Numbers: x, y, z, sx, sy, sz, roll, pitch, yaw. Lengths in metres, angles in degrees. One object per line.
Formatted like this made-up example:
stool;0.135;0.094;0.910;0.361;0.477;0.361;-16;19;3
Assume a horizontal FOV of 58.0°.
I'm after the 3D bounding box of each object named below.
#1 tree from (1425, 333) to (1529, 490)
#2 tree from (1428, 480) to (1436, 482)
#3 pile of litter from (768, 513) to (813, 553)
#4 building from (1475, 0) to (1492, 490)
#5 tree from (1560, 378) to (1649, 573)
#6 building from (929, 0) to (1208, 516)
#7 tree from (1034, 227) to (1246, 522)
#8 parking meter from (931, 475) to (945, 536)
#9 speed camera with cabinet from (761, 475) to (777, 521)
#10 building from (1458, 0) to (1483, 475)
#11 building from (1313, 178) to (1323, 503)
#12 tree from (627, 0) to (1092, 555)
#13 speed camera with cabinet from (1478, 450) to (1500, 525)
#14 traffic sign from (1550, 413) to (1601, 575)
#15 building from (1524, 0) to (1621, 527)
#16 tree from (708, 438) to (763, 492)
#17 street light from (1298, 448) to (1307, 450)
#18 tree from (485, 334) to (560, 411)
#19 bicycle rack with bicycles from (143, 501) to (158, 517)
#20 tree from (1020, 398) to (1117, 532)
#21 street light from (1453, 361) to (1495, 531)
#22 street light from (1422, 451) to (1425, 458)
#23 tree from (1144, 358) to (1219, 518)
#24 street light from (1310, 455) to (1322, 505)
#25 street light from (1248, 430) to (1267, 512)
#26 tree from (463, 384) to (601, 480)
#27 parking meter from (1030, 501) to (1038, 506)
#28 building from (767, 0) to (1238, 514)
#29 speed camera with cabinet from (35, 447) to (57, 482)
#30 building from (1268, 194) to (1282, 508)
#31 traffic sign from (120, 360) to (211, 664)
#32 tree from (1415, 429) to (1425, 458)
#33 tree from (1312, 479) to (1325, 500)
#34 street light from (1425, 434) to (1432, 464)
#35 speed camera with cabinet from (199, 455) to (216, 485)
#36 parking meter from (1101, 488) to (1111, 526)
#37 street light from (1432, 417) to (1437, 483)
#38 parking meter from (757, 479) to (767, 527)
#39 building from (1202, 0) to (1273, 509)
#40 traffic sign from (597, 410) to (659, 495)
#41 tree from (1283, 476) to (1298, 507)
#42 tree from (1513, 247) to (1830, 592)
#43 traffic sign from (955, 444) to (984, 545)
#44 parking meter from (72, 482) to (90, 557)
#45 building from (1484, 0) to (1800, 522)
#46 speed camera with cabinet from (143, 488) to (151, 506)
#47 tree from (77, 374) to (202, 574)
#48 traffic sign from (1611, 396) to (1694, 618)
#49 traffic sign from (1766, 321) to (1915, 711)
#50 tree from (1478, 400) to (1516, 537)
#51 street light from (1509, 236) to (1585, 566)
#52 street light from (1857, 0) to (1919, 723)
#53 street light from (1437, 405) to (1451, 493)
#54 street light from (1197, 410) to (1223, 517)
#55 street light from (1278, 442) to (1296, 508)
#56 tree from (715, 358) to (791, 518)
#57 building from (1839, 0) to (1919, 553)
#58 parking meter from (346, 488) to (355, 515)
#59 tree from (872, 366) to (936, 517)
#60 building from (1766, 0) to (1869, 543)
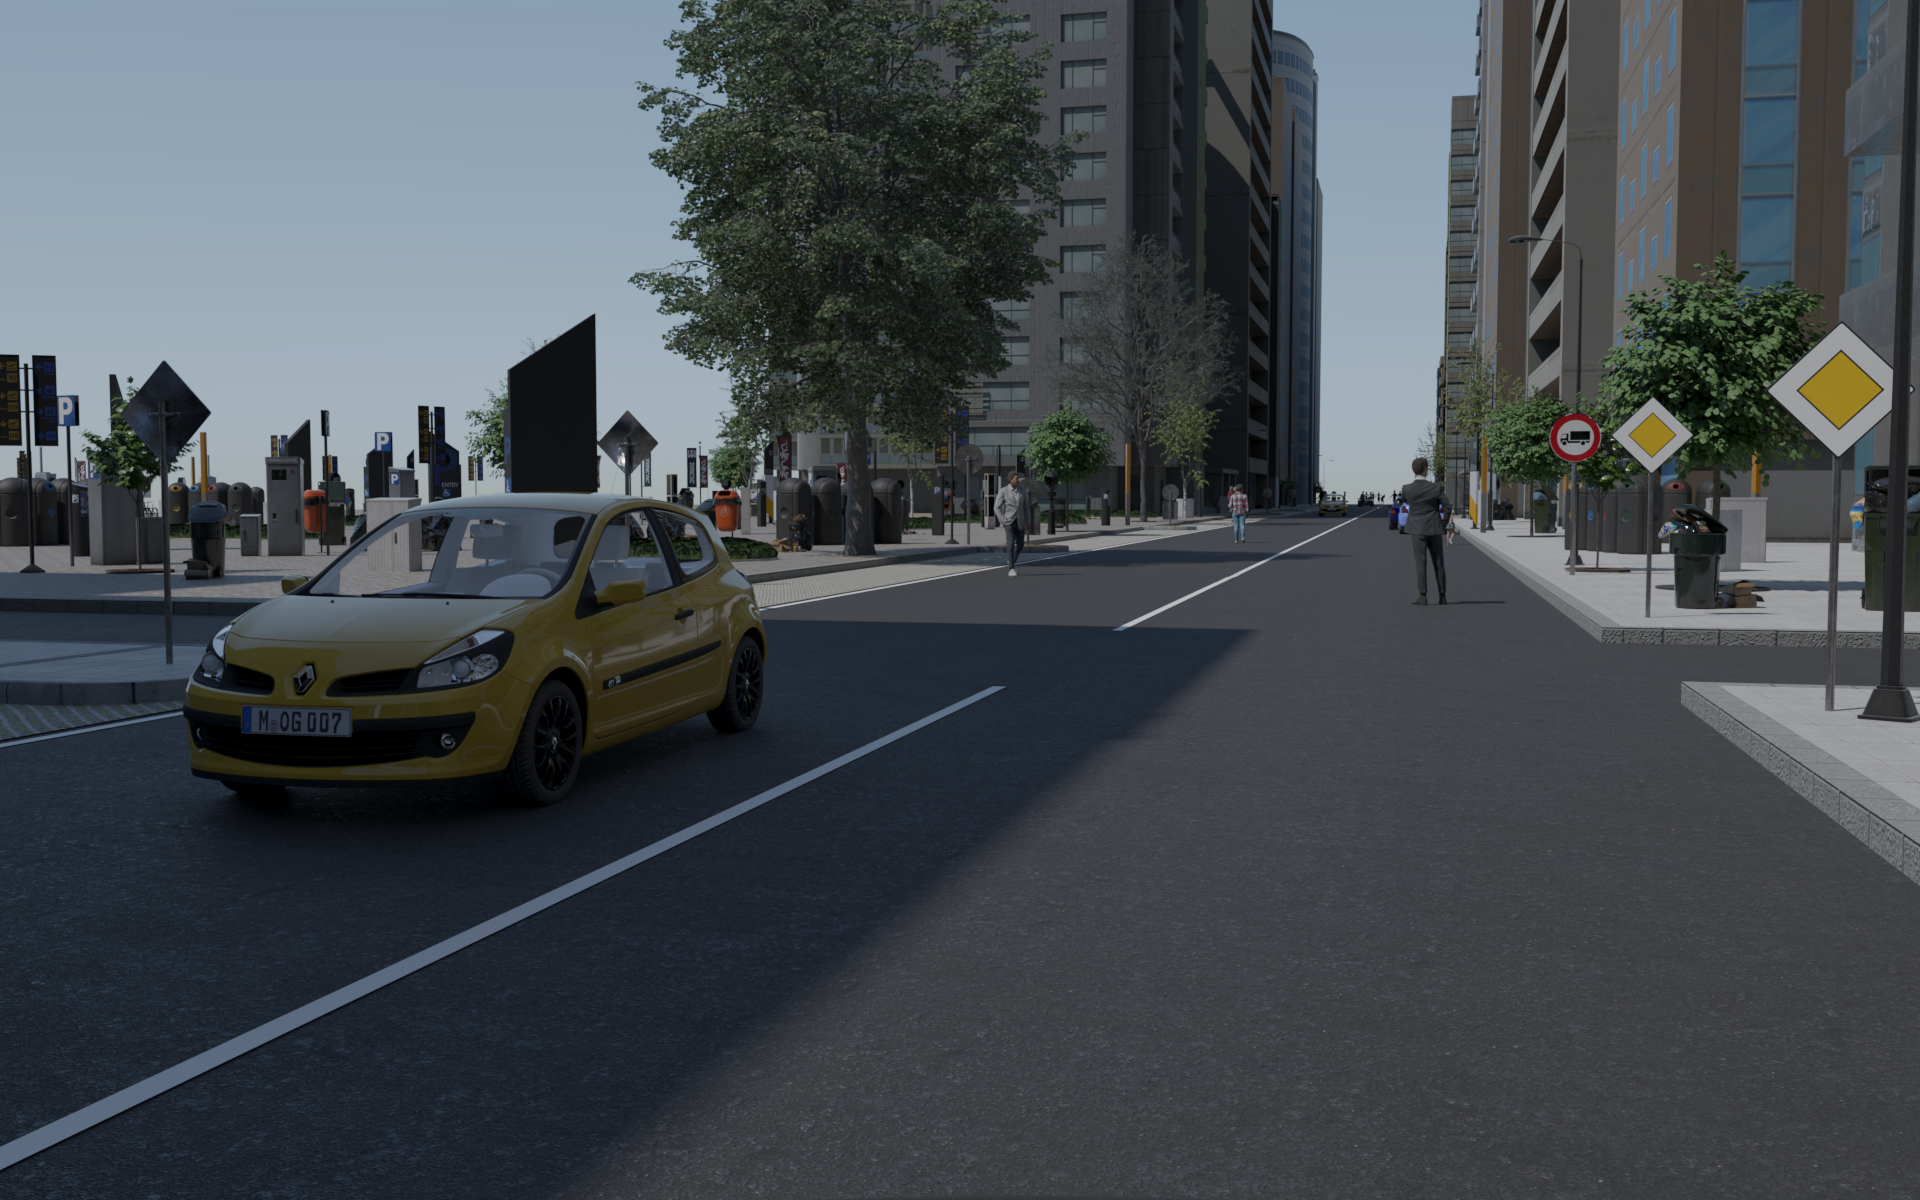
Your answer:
tree;23.832;-7.849;78.698;4.737;8.622;4.395;0;3;0
tree;57.940;-13.344;212.768;1.663;3.219;1.824;0;3;0
pile of litter;-3.867;-1.515;38.728;1.176;0.858;1.719;1;4;22
building;45.841;-35.106;115.988;21.231;58.520;28.212;1;4;14
tree;10.706;-2.081;28.618;1.663;3.219;1.824;0;3;0
building;6.785;-25.621;102.491;14.154;41.232;14.086;1;4;14
tree;8.403;-10.351;79.614;12.009;13.543;11.850;0;3;0
parking meter;-0.691;-2.922;53.479;0.399;1.863;0.255;1;4;13
speed camera with cabinet;-8.928;-5.456;83.542;0.660;3.252;2.038;-2;4;-29
building;54.503;-32.090;144.285;23.786;49.044;30.456;1;4;14
building;42.737;-36.104;240.410;14.600;45.320;14.200;1;4;14
tree;-2.145;-7.915;36.068;9.857;13.997;8.962;0;3;0
speed camera with cabinet;22.401;-4.846;73.562;0.660;3.252;2.038;2;4;32
traffic sign;9.689;-1.665;27.330;0.768;2.556;0.104;1;4;16
building;36.357;-27.530;73.815;21.300;48.544;21.600;1;4;14
tree;-12.754;-6.989;97.988;4.285;4.588;4.351;0;3;0
street light;34.489;-12.429;175.751;1.470;5.913;1.316;1;4;14
tree;-19.108;-7.859;78.855;4.360;8.622;3.978;0;3;0
bicycle rack with bicycles;-40.410;-4.365;84.754;2.852;0.926;2.925;1;4;18
tree;3.570;-4.599;58.911;4.285;4.588;4.351;0;3;0
street light;18.039;-5.386;60.602;1.470;5.913;1.316;1;4;14
street light;44.894;-11.740;164.491;1.470;5.913;1.316;1;4;14
tree;11.892;-8.665;92.032;4.737;8.622;4.395;0;3;0
street light;42.287;-14.262;205.732;1.470;5.913;1.316;1;4;14
street light;21.391;-9.326;125.024;1.470;5.913;1.316;1;4;14
tree;-10.549;-3.650;43.393;4.285;4.588;4.351;0;3;0
parking meter;2.809;-3.568;66.747;0.372;1.533;0.369;0;3;0
building;3.220;-26.383;123.246;32.217;40.220;23.993;1;4;14
speed camera with cabinet;-38.366;-4.743;71.889;0.660;3.252;2.038;0;4;6
building;22.369;-23.858;161.783;14.160;30.474;14.107;1;4;14
traffic sign;-5.987;-0.576;13.061;0.795;2.450;0.064;1;4;14
tree;47.427;-13.573;172.287;4.737;8.622;4.395;0;3;0
tree;46.479;-14.071;224.665;1.663;3.219;1.824;0;3;0
street light;37.004;-9.896;134.343;1.470;5.913;1.316;1;4;14
speed camera with cabinet;-37.569;-5.740;88.178;2.038;3.252;0.660;-3;5;-40
parking meter;5.912;-3.779;70.198;0.372;1.533;0.369;0;3;0
street light;29.302;-8.050;104.165;1.470;5.913;1.316;1;4;14
parking meter;-7.759;-3.797;67.785;0.255;1.863;0.399;-2;4;-33
building;14.193;-31.802;143.667;21.300;48.544;21.600;1;4;14
traffic sign;-3.991;-1.049;20.793;0.795;2.450;0.064;1;4;14
tree;31.911;-10.658;168.867;1.663;3.219;1.824;0;3;0
tree;10.110;-2.411;23.133;4.285;4.588;4.351;0;3;0
traffic sign;0.217;-2.675;43.850;0.768;2.556;0.104;1;4;17
parking meter;-18.067;-1.662;35.580;0.372;1.533;0.369;0;3;0
building;36.916;-27.283;96.187;14.600;45.320;14.200;1;4;14
speed camera with cabinet;-49.743;-6.771;105.040;0.660;3.252;2.038;0;4;-4
tree;-13.510;-2.053;28.167;1.663;3.219;1.824;0;3;0
traffic sign;7.135;-0.873;17.910;0.795;2.450;0.064;1;4;14
traffic sign;5.138;-0.400;10.178;0.795;2.450;0.064;1;4;14
tree;17.174;-4.156;51.668;4.285;4.588;4.351;0;3;0
street light;10.557;-3.586;31.177;1.470;5.913;1.316;1;4;14
street light;4.788;-2.282;9.847;1.470;5.913;1.316;1;4;14
street light;25.838;-7.218;90.550;1.470;5.913;1.316;1;4;14
street light;13.807;-7.528;95.625;1.470;5.913;1.316;1;4;14
street light;29.054;-11.127;154.474;1.470;5.913;1.316;1;4;14
tree;-11.152;-8.675;92.203;4.737;8.622;4.395;0;3;0
building;29.864;-24.771;24.611;30.456;49.044;23.786;1;4;14
parking meter;-26.011;-4.005;73.900;0.372;1.533;0.369;0;3;0
tree;-2.667;-8.784;93.976;4.737;8.622;4.395;0;3;0
building;27.207;-24.432;49.570;14.600;45.320;14.200;1;4;14
